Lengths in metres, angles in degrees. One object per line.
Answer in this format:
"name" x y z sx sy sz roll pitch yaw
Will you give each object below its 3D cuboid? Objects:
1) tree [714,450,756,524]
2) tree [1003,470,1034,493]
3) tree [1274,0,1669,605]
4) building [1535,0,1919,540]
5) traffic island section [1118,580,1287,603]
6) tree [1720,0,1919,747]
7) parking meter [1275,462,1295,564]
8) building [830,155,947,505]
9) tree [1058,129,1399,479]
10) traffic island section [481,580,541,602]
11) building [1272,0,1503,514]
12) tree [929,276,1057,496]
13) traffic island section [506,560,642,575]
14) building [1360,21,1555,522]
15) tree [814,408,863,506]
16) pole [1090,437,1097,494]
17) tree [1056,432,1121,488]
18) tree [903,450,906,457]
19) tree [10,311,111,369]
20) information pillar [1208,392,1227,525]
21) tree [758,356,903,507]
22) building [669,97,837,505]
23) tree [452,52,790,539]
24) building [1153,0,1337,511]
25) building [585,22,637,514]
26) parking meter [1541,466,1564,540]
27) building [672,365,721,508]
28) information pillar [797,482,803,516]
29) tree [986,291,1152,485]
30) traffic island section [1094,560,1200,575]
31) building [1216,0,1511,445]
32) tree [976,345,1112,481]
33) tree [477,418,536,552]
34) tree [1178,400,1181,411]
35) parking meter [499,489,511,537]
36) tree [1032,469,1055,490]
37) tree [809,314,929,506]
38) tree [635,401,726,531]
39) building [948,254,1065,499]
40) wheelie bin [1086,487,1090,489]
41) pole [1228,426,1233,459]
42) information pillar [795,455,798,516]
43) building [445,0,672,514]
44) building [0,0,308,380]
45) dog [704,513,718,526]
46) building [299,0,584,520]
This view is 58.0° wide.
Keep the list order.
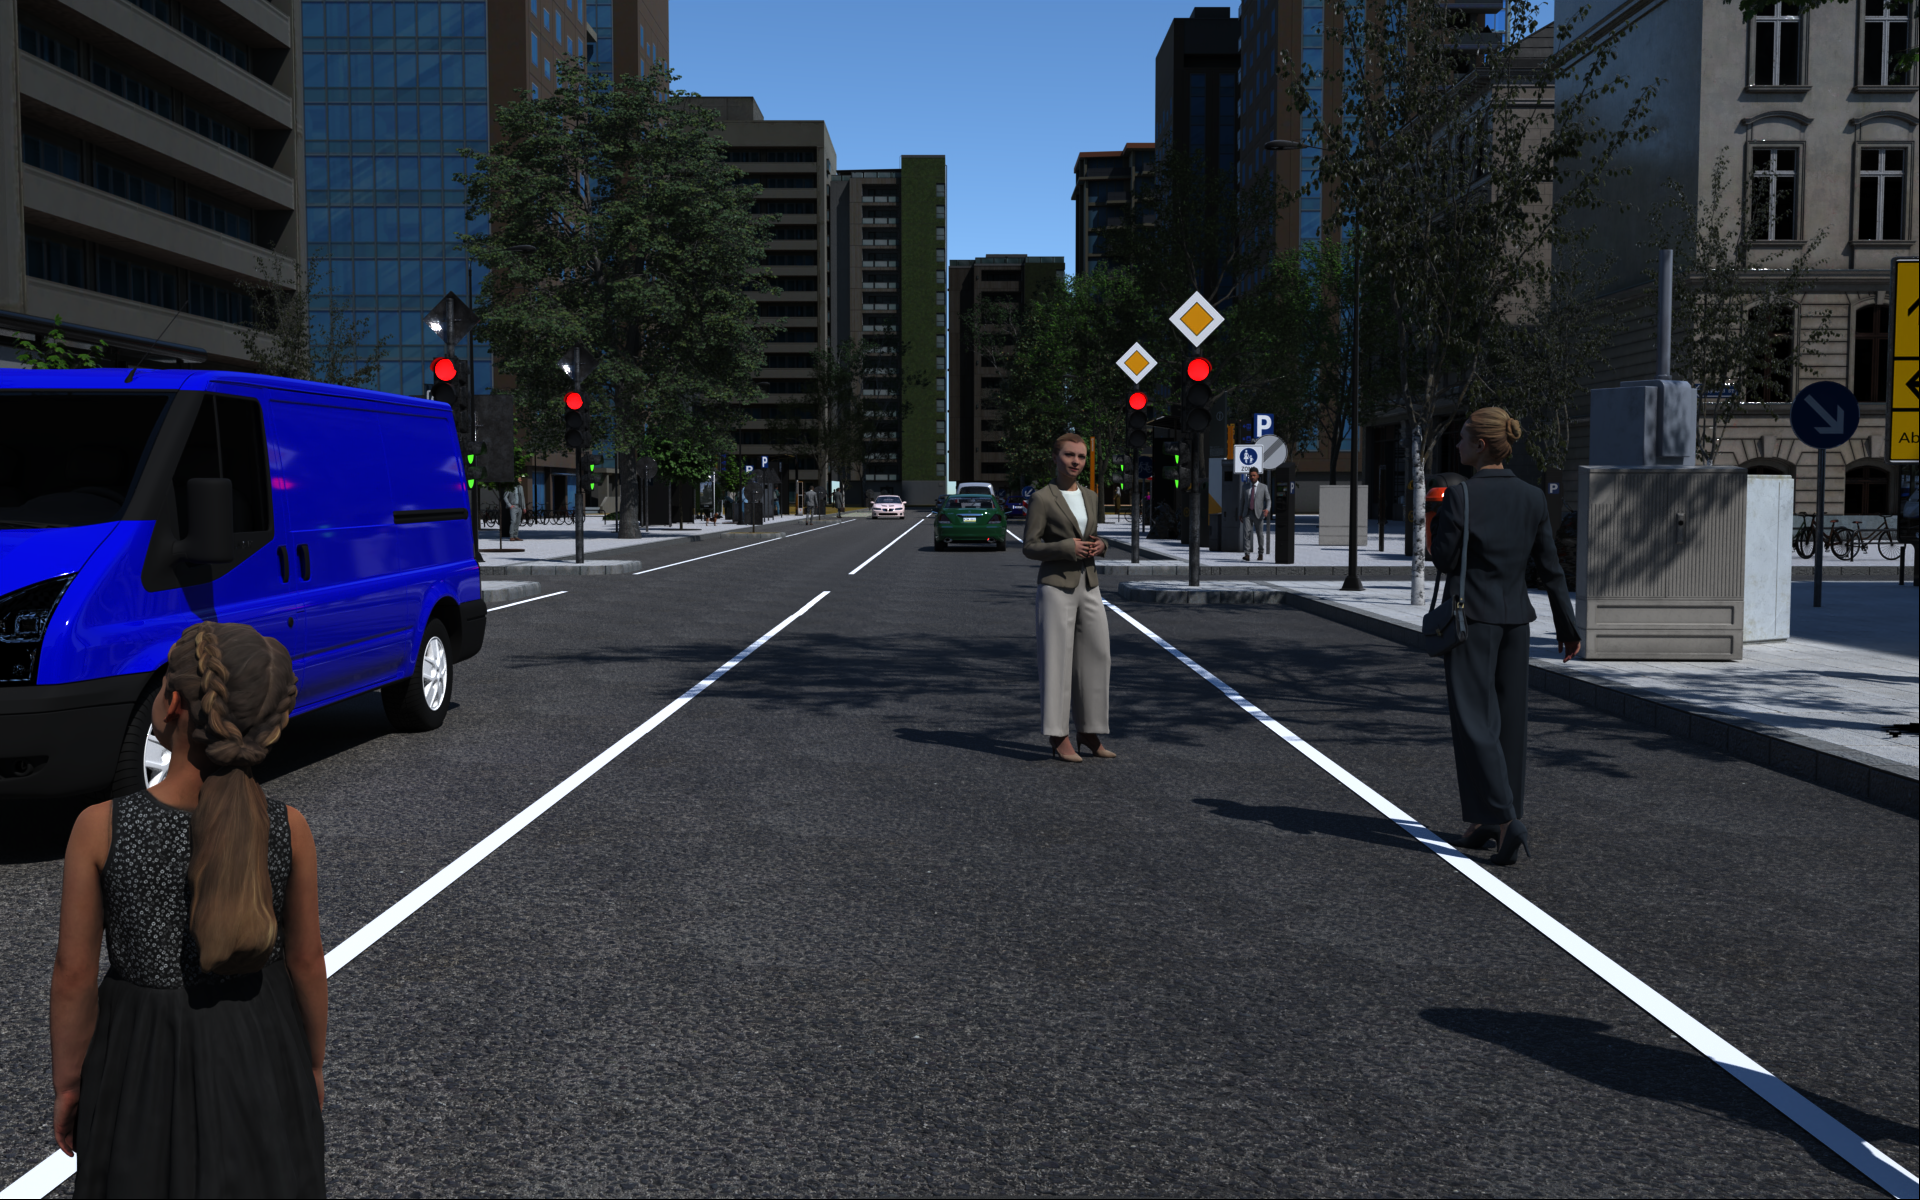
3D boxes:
"tree" -9.908 -4.912 74.911 1.663 3.219 1.824 0 3 0
"tree" 6.190 -12.084 181.278 4.285 4.588 4.351 0 3 0
"tree" 5.334 -4.229 19.511 4.360 8.622 3.978 0 3 0
"building" 37.084 -14.273 52.451 34.723 24.649 14.460 0 3 0
"traffic island section" 3.285 -0.114 24.144 2.009 0.180 2.903 0 3 0
"tree" 5.323 -5.065 8.562 9.928 11.665 9.643 0 3 0
"parking meter" 5.973 -1.597 31.819 0.255 1.863 0.399 2 4 31
"building" -8.600 -32.297 211.646 14.086 41.232 14.154 0 3 0
"tree" 6.070 -6.771 45.118 7.601 10.594 8.767 0 4 -6
"traffic island section" -7.056 -0.113 24.132 2.009 0.180 2.903 0 3 0
"building" 26.658 -28.448 115.237 14.600 45.320 14.200 0 3 0
"tree" 6.859 -17.914 148.779 12.611 20.169 13.585 0 3 0
"traffic island section" -7.069 -0.602 32.117 2.009 0.180 2.903 0 3 0
"building" 24.975 -14.450 87.168 10.553 20.767 40.483 0 3 0
"tree" -9.803 -11.781 142.983 4.360 8.622 3.978 0 3 0
"pole" 4.702 -4.148 61.668 0.158 3.312 0.155 0 3 0
"tree" 6.416 -6.286 86.487 4.285 4.588 4.351 0 3 0
"tree" -9.461 -14.293 168.105 8.767 10.594 7.601 -1 4 -10
"tree" -9.469 -1.461 18.482 1.663 3.219 1.824 0 3 0
"information pillar" 5.941 -2.966 39.854 0.183 3.616 0.504 -3 5 -40
"tree" -9.547 -11.210 117.697 8.767 10.594 7.601 -2 4 -24
"building" -26.449 -36.155 214.828 21.600 48.544 21.300 0 3 0
"tree" -9.618 -8.734 49.460 9.857 13.997 8.962 0 3 0
"building" 25.802 -31.275 161.461 14.600 45.320 14.200 0 3 0
"building" -39.485 -26.118 118.909 32.217 40.220 23.993 0 3 0
"parking meter" 12.071 -1.810 35.312 0.399 1.863 0.255 0 4 3
"building" -38.952 -51.602 156.367 31.000 86.520 22.319 0 3 0
"information pillar" -9.466 -5.997 102.549 0.304 2.012 0.304 -1 4 -13
"tree" 5.771 -11.085 98.251 9.611 12.733 9.660 0 3 0
"traffic island section" 3.272 -0.602 32.129 2.009 0.180 2.903 0 3 0
"building" 30.436 -50.405 136.794 22.319 86.520 31.000 0 3 0
"tree" 6.152 -12.860 120.627 12.009 13.543 11.850 0 3 0
"tree" -10.253 -2.689 38.570 1.663 3.219 1.824 0 3 0
"tree" 14.957 -9.304 102.475 4.360 8.622 3.978 0 3 0
"parking meter" -13.551 -2.645 51.663 0.372 1.533 0.369 0 3 0
"tree" 5.359 -7.225 112.733 1.663 3.219 1.824 0 3 0
"tree" -9.548 -20.007 183.002 12.611 20.169 13.585 0 3 0
"tree" -9.823 -4.754 61.436 4.285 4.588 4.351 0 3 0
"building" 5.497 -26.902 211.543 14.107 30.474 14.160 0 3 0
"wheelie bin" 5.978 -4.576 82.727 0.980 1.594 0.693 -3 4 -36
"pole" 8.119 -3.560 52.055 0.158 3.312 0.155 0 3 0
"information pillar" -9.751 -6.857 103.463 0.183 3.616 0.504 -1 4 -16
"building" -31.085 -29.830 137.828 14.600 45.320 14.200 0 3 0
"building" -35.731 -26.381 55.038 21.300 48.544 21.600 0 3 0
"dog" -10.032 -3.240 69.812 0.406 0.507 0.540 1 4 20
"building" -28.189 -27.028 92.027 14.600 45.320 14.200 0 3 0
